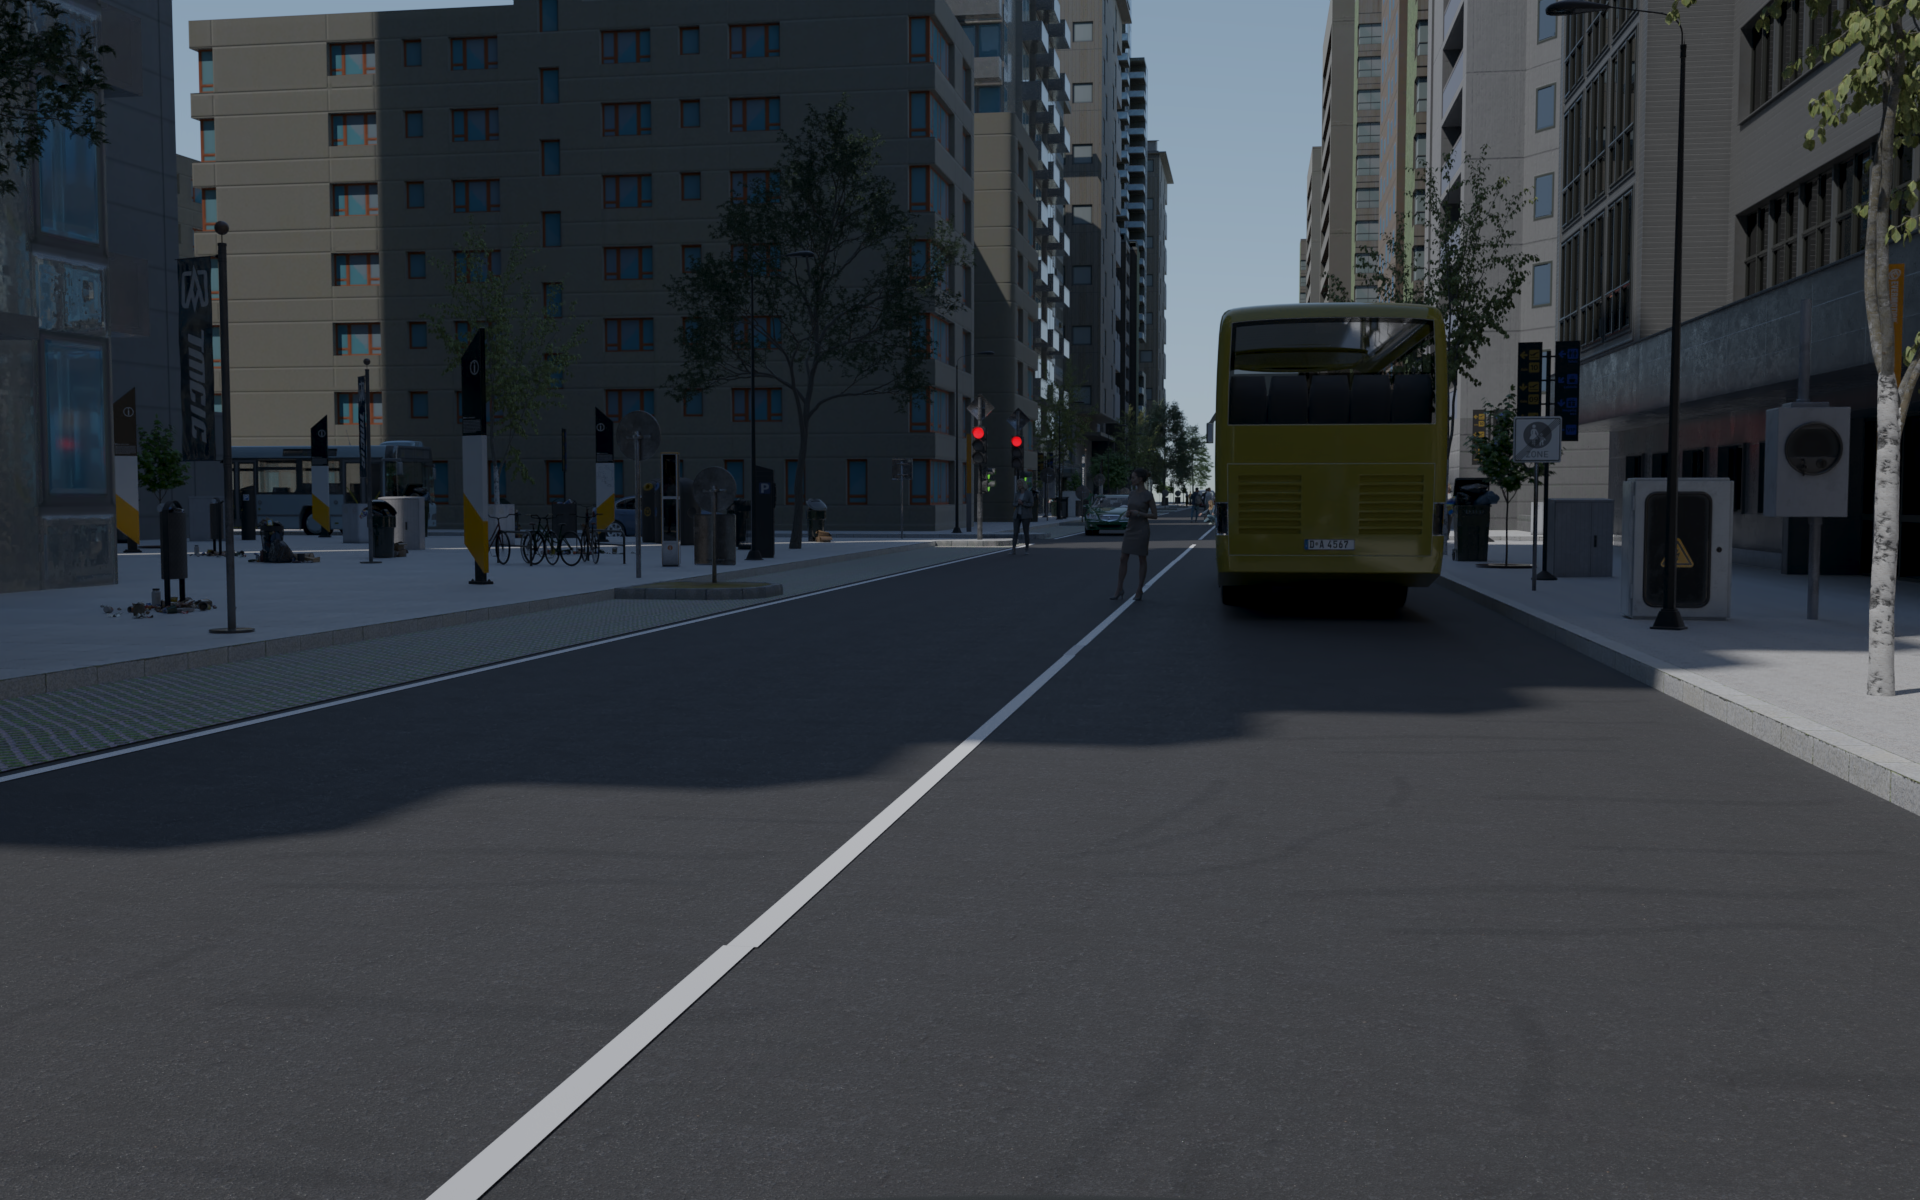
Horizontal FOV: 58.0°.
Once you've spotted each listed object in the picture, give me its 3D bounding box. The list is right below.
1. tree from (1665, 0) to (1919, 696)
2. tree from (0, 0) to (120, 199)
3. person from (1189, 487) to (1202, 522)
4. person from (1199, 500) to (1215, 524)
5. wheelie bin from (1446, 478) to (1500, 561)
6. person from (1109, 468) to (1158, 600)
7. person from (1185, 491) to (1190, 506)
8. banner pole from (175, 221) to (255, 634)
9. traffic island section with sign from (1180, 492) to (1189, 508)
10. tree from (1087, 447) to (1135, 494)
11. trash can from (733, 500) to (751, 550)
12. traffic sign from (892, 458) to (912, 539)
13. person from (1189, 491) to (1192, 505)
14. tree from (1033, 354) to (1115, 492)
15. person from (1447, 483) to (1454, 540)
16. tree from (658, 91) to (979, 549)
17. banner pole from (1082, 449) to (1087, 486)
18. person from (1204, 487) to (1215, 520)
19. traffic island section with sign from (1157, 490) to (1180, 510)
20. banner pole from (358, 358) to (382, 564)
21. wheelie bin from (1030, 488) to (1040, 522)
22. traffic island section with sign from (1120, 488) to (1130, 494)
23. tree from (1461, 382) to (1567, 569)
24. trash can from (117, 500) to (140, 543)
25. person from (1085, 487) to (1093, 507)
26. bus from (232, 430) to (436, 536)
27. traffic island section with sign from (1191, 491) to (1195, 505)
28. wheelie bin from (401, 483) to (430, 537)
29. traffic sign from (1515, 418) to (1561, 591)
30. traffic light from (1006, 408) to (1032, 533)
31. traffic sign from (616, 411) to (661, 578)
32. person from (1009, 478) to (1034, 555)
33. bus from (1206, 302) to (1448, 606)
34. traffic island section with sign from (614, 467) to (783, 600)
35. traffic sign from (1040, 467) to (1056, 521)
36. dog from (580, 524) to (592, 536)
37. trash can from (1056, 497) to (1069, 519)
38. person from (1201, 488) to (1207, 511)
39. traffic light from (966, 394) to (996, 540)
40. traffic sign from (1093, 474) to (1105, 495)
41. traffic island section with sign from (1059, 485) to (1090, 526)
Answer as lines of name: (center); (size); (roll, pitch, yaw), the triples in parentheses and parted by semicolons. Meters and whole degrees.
tree: (6.066, -3.687, 10.648); (4.737, 8.622, 4.395); (0, 3, 0)
tree: (-7.798, -4.560, 8.963); (7.601, 10.594, 8.767); (0, 4, 5)
person: (11.903, -4.811, 87.506); (0.623, 1.781, 0.721); (0, 4, 3)
person: (11.862, -4.163, 82.064); (0.738, 1.151, 1.012); (-1, 4, -19)
wheelie bin: (9.811, -1.541, 33.105); (0.980, 1.594, 0.693); (0, 4, 8)
person: (2.347, -0.888, 23.366); (0.599, 1.781, 0.374); (3, 5, 43)
person: (24.575, -10.864, 186.852); (0.721, 1.736, 1.217); (2, 4, 28)
banner pole: (-6.967, -1.595, 16.090); (0.863, 3.779, 0.401); (2, 4, 29)
traffic island section with sign: (22.898, -10.573, 181.493); (1.989, 1.847, 2.006); (1, 4, 10)
tree: (10.432, -8.314, 119.644); (4.285, 4.588, 4.351); (0, 3, 0)
trash can: (-4.916, -1.738, 40.064); (0.748, 1.137, 0.748); (0, 3, 0)
traffic sign: (-1.668, -2.913, 49.754); (0.606, 2.300, 0.079); (1, 4, 14)
person: (28.966, -12.808, 218.000); (1.348, 1.812, 0.705); (-3, 5, -41)
tree: (5.266, -8.625, 91.377); (4.737, 8.622, 4.395); (0, 3, 0)
person: (14.733, -2.661, 52.191); (0.537, 1.800, 0.526); (0, 4, 7)
tree: (-3.557, -6.468, 40.159); (7.601, 10.594, 8.767); (2, 4, 23)
banner pole: (6.939, -6.525, 96.698); (0.401, 3.779, 0.863); (-1, 4, -17)
person: (13.412, -5.187, 93.537); (0.641, 1.798, 0.478); (-1, 4, -22)
traffic island section with sign: (18.421, -8.947, 154.910); (1.989, 1.847, 2.006); (1, 4, 10)
banner pole: (-11.054, -2.580, 32.199); (0.401, 3.779, 0.863); (-2, 4, -34)
wheelie bin: (3.339, -4.391, 79.695); (0.693, 1.594, 0.980); (0, 4, 3)
traffic island section with sign: (10.086, -5.915, 105.334); (1.989, 1.847, 2.006); (1, 4, 10)
tree: (9.674, -2.173, 30.125); (1.663, 3.219, 1.824); (0, 3, 0)
trash can: (-21.754, -2.049, 45.149); (0.748, 1.137, 0.748); (0, 3, 0)
person: (6.102, -4.552, 83.175); (0.600, 1.795, 0.529); (0, 4, 7)
bus: (-22.969, -3.772, 56.538); (13.247, 3.499, 2.948); (1, 4, 11)
traffic island section with sign: (32.133, -13.933, 236.428); (1.989, 1.847, 2.006); (1, 4, 10)
wheelie bin: (-16.162, -2.665, 51.481); (0.693, 1.594, 0.980); (2, 4, 26)
traffic sign: (7.617, -1.271, 22.916); (0.606, 2.300, 0.079); (1, 4, 10)
traffic light: (1.900, -4.124, 56.350); (0.839, 4.253, 0.868); (1, 4, 10)
traffic sign: (-4.921, -1.611, 26.445); (0.768, 2.556, 0.104); (1, 4, 19)
person: (1.475, -1.974, 40.959); (0.537, 1.800, 0.526); (2, 4, 34)
bus: (4.988, -2.054, 25.134); (2.896, 3.916, 12.252); (1, 4, 8)
traffic island section with sign: (-3.566, -0.956, 24.258); (1.989, 1.847, 2.006); (1, 4, 10)
traffic sign: (4.162, -5.034, 82.415); (0.768, 2.556, 0.104); (1, 4, 17)
dog: (-11.695, -2.163, 54.649); (0.406, 0.507, 0.540); (1, 4, 9)
trash can: (5.300, -4.775, 89.723); (0.748, 1.137, 0.748); (0, 3, 0)
person: (17.792, -7.165, 125.416); (0.659, 1.850, 0.755); (3, 4, 37)
traffic light: (0.575, -3.642, 48.475); (0.839, 4.253, 0.868); (1, 4, 10)
traffic sign: (8.796, -6.690, 109.488); (0.768, 2.556, 0.104); (1, 4, 18)
traffic island section with sign: (5.586, -4.280, 78.605); (1.989, 1.847, 2.006); (1, 4, 10)
